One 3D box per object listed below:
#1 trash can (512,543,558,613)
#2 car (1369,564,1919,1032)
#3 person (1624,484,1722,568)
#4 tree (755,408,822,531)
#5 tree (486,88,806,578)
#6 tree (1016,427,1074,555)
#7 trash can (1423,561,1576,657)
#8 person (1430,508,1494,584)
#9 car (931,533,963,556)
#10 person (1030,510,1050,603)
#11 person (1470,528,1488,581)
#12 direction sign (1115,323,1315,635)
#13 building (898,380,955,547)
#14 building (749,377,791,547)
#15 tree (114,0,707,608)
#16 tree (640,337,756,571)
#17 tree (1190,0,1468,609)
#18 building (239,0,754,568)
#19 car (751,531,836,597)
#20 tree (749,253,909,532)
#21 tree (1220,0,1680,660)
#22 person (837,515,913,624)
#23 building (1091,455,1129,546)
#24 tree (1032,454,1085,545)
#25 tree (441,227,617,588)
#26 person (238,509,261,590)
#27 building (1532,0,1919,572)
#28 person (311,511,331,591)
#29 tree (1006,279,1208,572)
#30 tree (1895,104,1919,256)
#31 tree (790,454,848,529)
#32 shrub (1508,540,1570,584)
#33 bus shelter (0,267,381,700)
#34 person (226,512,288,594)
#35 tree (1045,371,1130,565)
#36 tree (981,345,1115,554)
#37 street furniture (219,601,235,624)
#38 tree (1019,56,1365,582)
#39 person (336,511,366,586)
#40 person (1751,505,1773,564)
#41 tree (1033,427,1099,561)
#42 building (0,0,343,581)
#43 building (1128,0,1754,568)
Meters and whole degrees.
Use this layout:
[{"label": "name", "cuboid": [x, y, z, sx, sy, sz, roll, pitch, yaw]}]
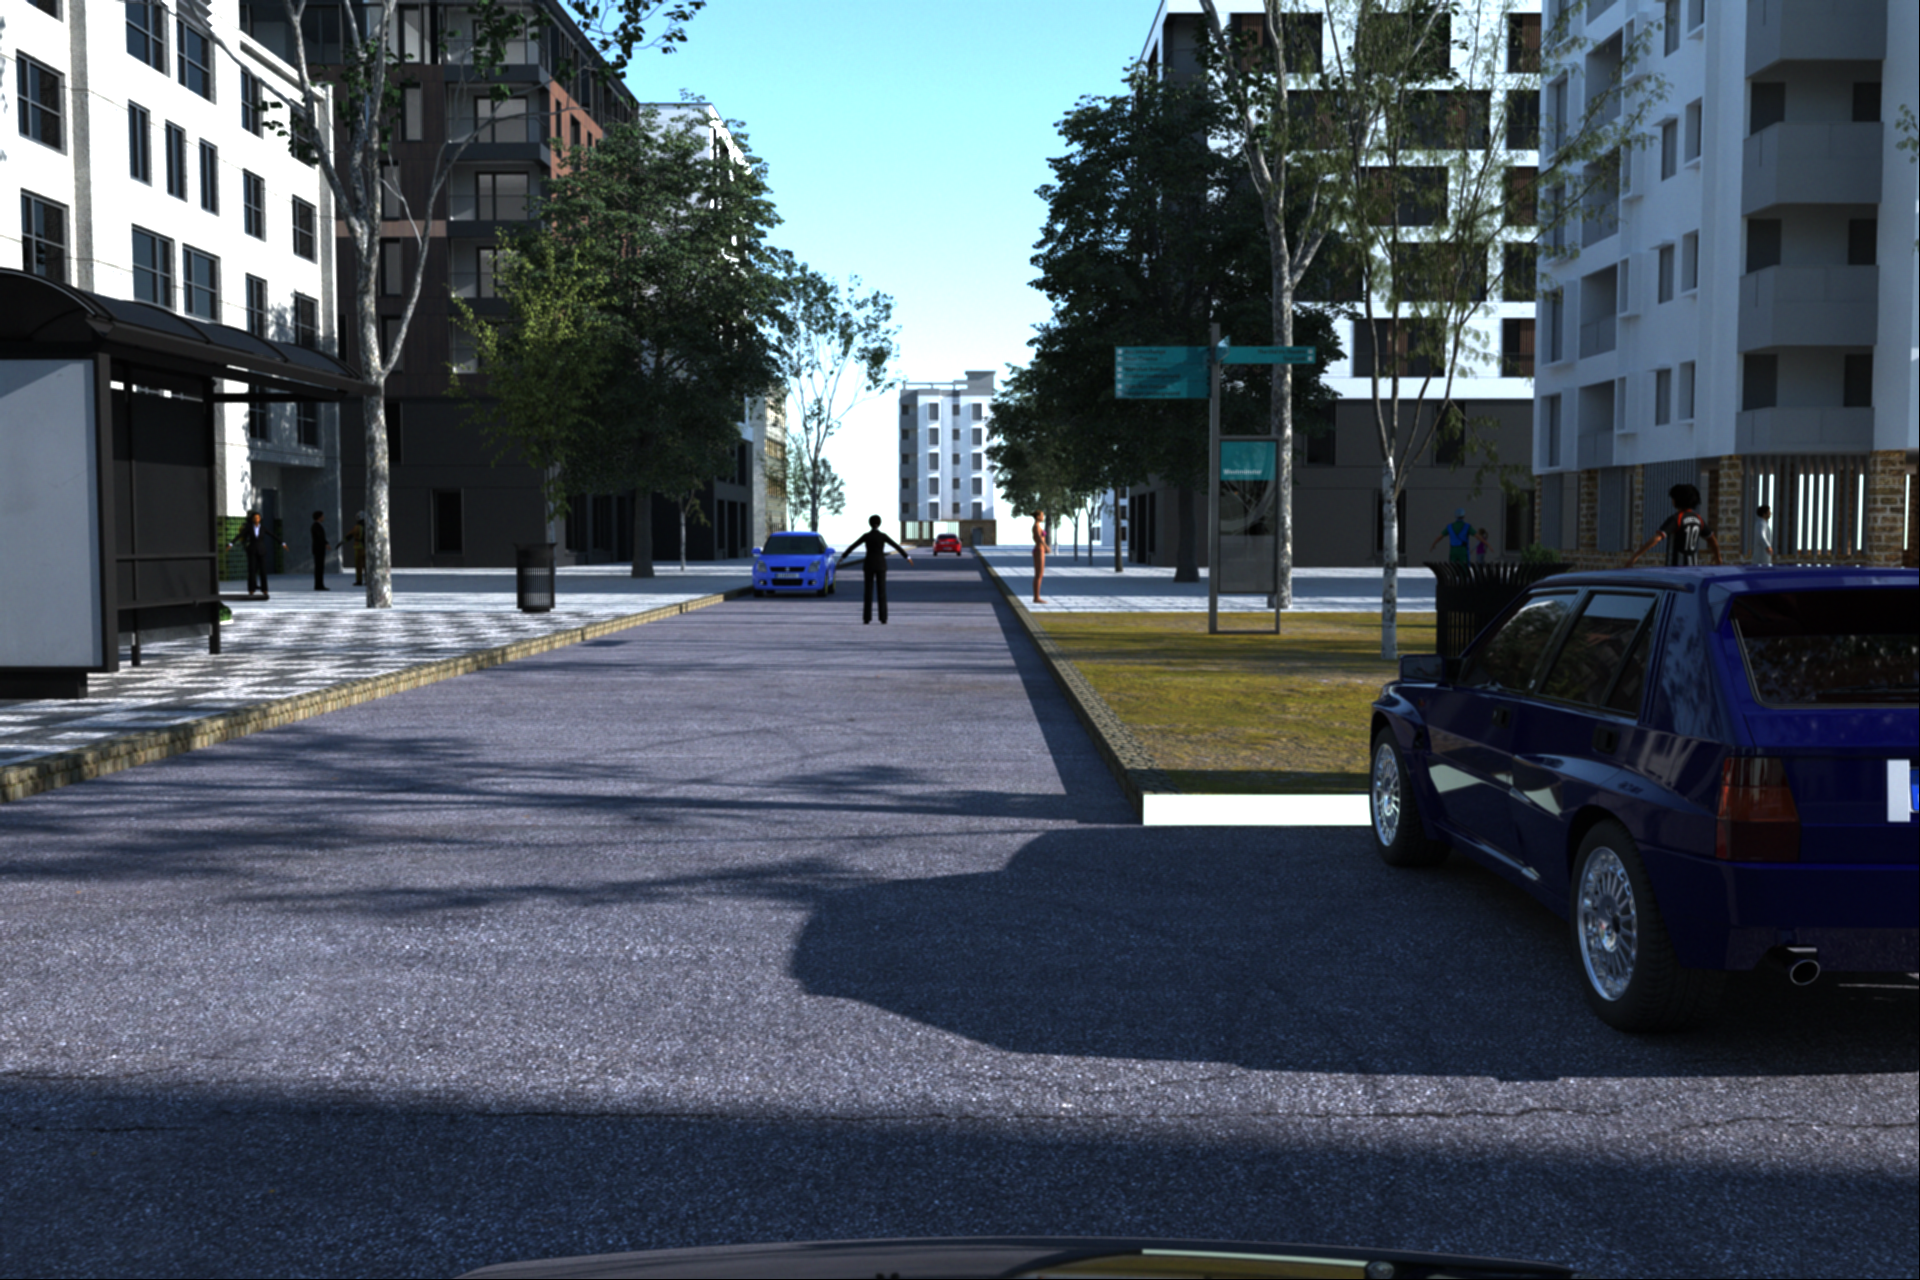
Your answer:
[{"label": "trash can", "cuboid": [-6.967, -1.026, 28.433, 0.748, 1.137, 0.748, 0, 3, 0]}, {"label": "car", "cuboid": [2.707, 0.382, 6.334, 1.945, 1.354, 3.894, 0, 4, -1]}, {"label": "person", "cuboid": [7.820, -0.777, 18.840, 1.345, 1.843, 0.704, -2, 4, -23]}, {"label": "tree", "cuboid": [-9.678, -9.205, 100.868, 4.360, 8.622, 3.978, 0, 3, 0]}, {"label": "tree", "cuboid": [-9.425, -8.807, 50.651, 9.857, 13.997, 8.962, 0, 3, 0]}, {"label": "tree", "cuboid": [5.989, -9.372, 103.592, 4.360, 8.622, 3.978, 0, 3, 0]}, {"label": "trash can", "cuboid": [2.749, 0.170, 8.875, 0.748, 1.137, 0.748, 0, 3, 0]}, {"label": "person", "cuboid": [10.332, -1.814, 35.781, 1.347, 1.817, 0.704, 3, 4, 37]}, {"label": "car", "cuboid": [-0.854, -6.397, 113.623, 2.155, 1.783, 4.494, 0, 4, -1]}, {"label": "person", "cuboid": [1.541, -1.559, 32.286, 0.721, 1.733, 1.217, 0, 4, -5]}, {"label": "person", "cuboid": [13.301, -2.150, 44.426, 0.599, 1.433, 0.991, 3, 4, 39]}, {"label": "direction sign", "cuboid": [3.223, -2.001, 21.486, 2.525, 3.948, 1.411, 0, 4, 1]}, {"label": "building", "cuboid": [-6.886, -21.121, 204.199, 11.380, 20.090, 16.016, 0, 4, -3]}, {"label": "building", "cuboid": [-27.662, -20.987, 174.067, 19.493, 23.208, 18.063, 0, 4, 0]}, {"label": "tree", "cuboid": [-10.260, -10.527, 28.013, 12.611, 20.169, 13.585, 0, 3, 0]}, {"label": "tree", "cuboid": [-9.865, -6.708, 60.033, 4.360, 8.622, 3.978, 0, 3, 0]}, {"label": "tree", "cuboid": [6.686, -10.550, 28.386, 12.611, 20.169, 13.585, 0, 3, 0]}, {"label": "building", "cuboid": [-25.736, -14.469, 80.541, 27.936, 21.610, 32.646, 0, 4, 1]}, {"label": "car", "cuboid": [-3.856, -1.890, 40.491, 1.945, 1.707, 3.694, 0, 3, 0]}, {"label": "tree", "cuboid": [-9.524, -15.836, 114.804, 12.611, 20.169, 13.585, 0, 3, 0]}, {"label": "tree", "cuboid": [4.301, -4.119, 17.713, 4.360, 8.622, 3.978, 0, 3, 0]}, {"label": "person", "cuboid": [-1.356, -1.130, 27.646, 1.216, 1.740, 0.721, 0, 4, -3]}, {"label": "building", "cuboid": [19.359, -14.724, 182.881, 9.099, 9.664, 28.070, 0, 4, 0]}, {"label": "tree", "cuboid": [11.278, -17.107, 205.454, 9.928, 11.665, 9.643, 0, 3, 0]}, {"label": "tree", "cuboid": [-9.907, -5.542, 40.978, 4.737, 8.622, 4.395, 0, 3, 0]}, {"label": "person", "cuboid": [-16.373, -2.102, 40.152, 0.705, 1.856, 1.354, -2, 4, -30]}, {"label": "building", "cuboid": [21.075, -11.606, 46.172, 16.016, 20.090, 11.380, 0, 4, 0]}, {"label": "person", "cuboid": [-14.564, -2.034, 39.441, 0.705, 1.806, 1.347, -2, 4, -31]}, {"label": "tree", "cuboid": [5.038, -7.559, 57.998, 7.601, 10.594, 8.767, -1, 4, -22]}, {"label": "tree", "cuboid": [12.661, -4.230, 19.519, 4.360, 8.622, 3.978, 0, 3, 0]}, {"label": "tree", "cuboid": [-16.365, -16.265, 200.340, 7.601, 10.594, 8.767, 0, 4, 5]}, {"label": "shrub", "cuboid": [7.965, -0.778, 23.842, 1.383, 1.207, 1.383, 0, 3, 0]}, {"label": "bus shelter", "cuboid": [-7.290, -1.344, 15.901, 2.014, 3.302, 5.546, 0, 4, 1]}, {"label": "person", "cuboid": [-14.764, -1.815, 36.393, 1.216, 1.740, 0.721, -2, 4, -25]}, {"label": "tree", "cuboid": [5.371, -7.377, 70.983, 4.360, 8.622, 3.978, 0, 3, 0]}, {"label": "tree", "cuboid": [5.677, -12.593, 112.557, 9.857, 13.997, 8.962, 0, 3, 0]}, {"label": "street furniture", "cuboid": [-13.900, -0.460, 23.145, 5.734, 0.657, 10.072, 1, 4, 18]}, {"label": "tree", "cuboid": [6.017, -8.518, 45.930, 9.857, 13.997, 8.962, 0, 3, 0]}, {"label": "person", "cuboid": [-14.883, -2.283, 43.089, 0.705, 1.858, 1.354, 3, 4, 36]}, {"label": "person", "cuboid": [14.739, -1.563, 31.734, 0.705, 1.806, 1.347, 2, 4, 23]}, {"label": "tree", "cuboid": [5.436, -8.001, 81.175, 4.360, 8.622, 3.978, 0, 3, 0]}, {"label": "building", "cuboid": [-28.090, -10.582, 39.467, 16.747, 18.905, 31.486, 0, 4, -1]}, {"label": "building", "cuboid": [21.676, -14.536, 81.644, 27.936, 21.610, 32.646, 0, 3, 0]}]
